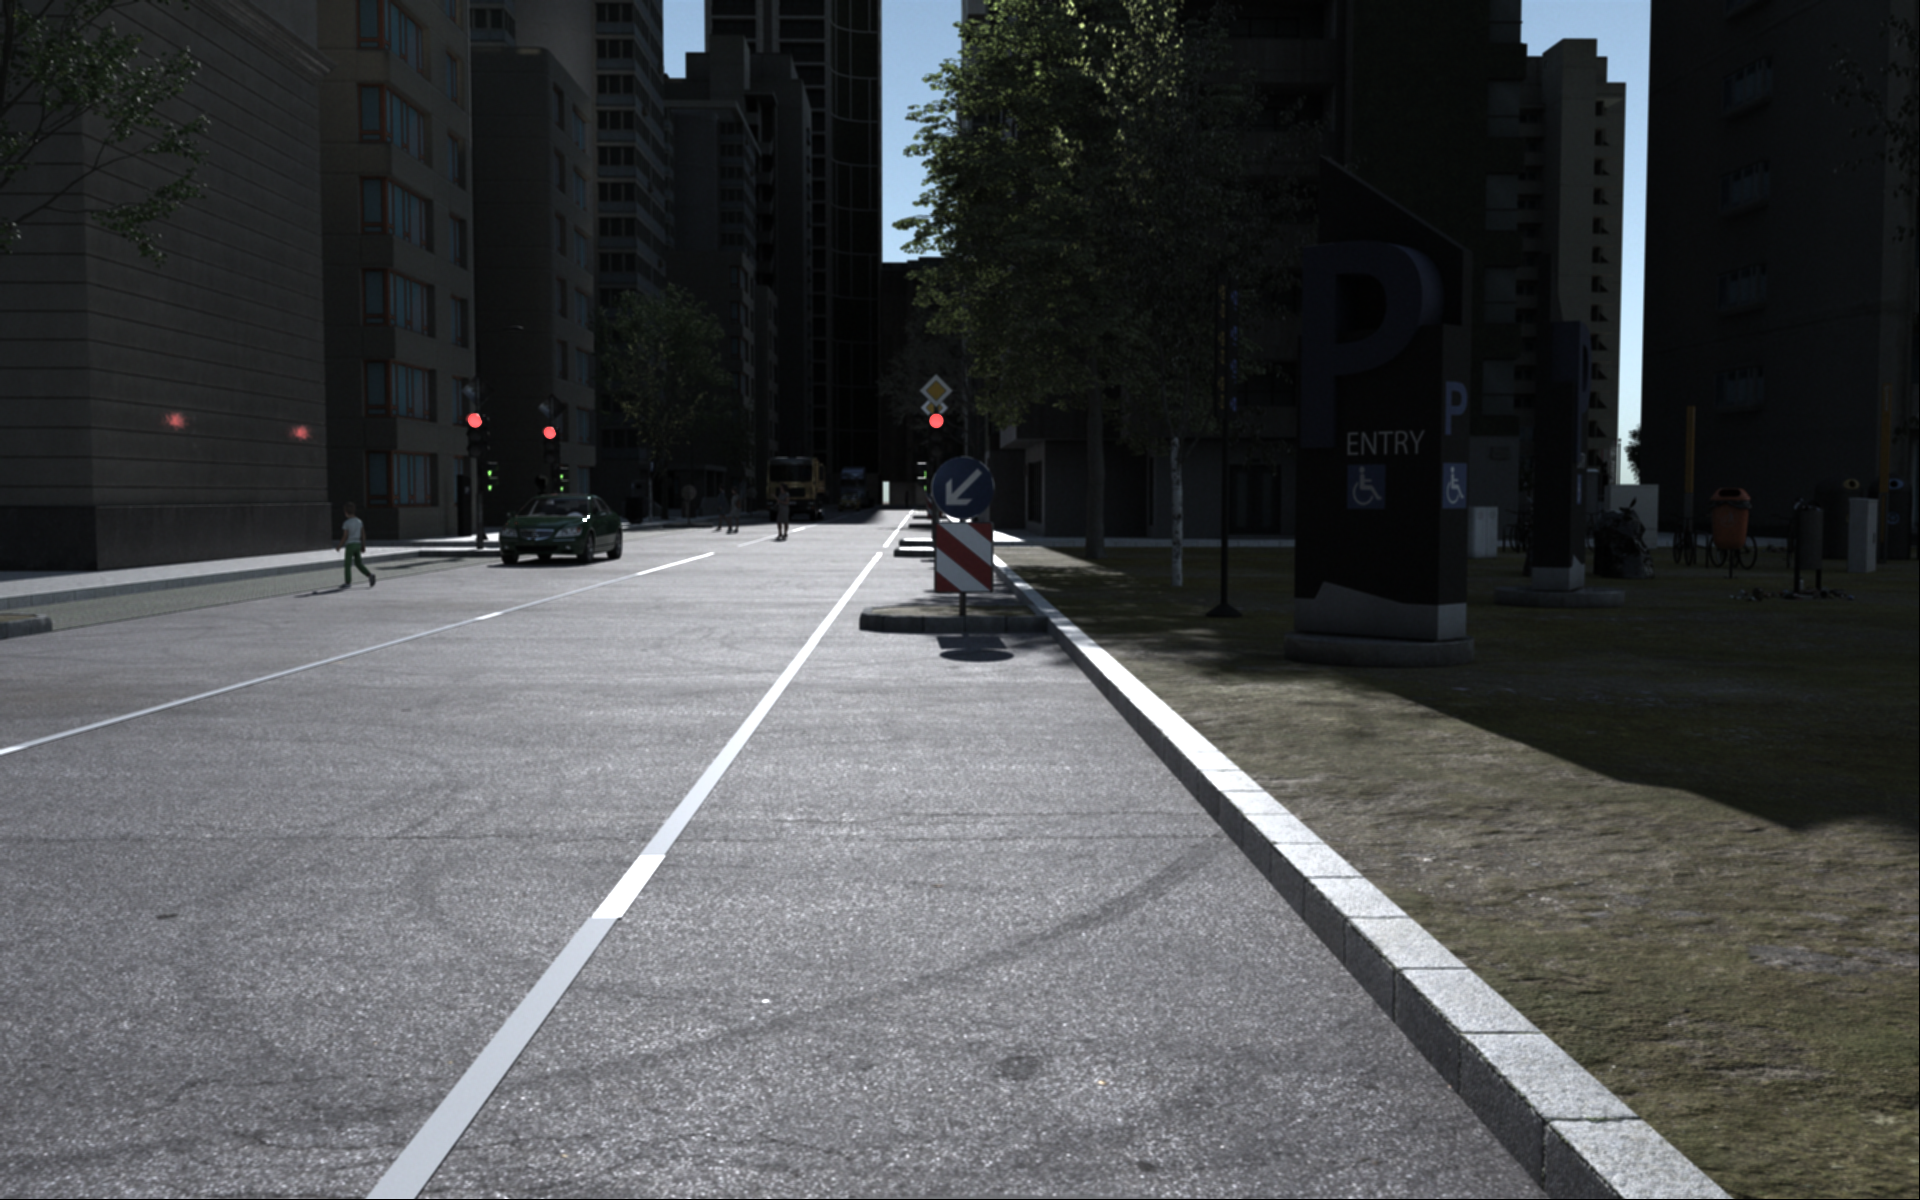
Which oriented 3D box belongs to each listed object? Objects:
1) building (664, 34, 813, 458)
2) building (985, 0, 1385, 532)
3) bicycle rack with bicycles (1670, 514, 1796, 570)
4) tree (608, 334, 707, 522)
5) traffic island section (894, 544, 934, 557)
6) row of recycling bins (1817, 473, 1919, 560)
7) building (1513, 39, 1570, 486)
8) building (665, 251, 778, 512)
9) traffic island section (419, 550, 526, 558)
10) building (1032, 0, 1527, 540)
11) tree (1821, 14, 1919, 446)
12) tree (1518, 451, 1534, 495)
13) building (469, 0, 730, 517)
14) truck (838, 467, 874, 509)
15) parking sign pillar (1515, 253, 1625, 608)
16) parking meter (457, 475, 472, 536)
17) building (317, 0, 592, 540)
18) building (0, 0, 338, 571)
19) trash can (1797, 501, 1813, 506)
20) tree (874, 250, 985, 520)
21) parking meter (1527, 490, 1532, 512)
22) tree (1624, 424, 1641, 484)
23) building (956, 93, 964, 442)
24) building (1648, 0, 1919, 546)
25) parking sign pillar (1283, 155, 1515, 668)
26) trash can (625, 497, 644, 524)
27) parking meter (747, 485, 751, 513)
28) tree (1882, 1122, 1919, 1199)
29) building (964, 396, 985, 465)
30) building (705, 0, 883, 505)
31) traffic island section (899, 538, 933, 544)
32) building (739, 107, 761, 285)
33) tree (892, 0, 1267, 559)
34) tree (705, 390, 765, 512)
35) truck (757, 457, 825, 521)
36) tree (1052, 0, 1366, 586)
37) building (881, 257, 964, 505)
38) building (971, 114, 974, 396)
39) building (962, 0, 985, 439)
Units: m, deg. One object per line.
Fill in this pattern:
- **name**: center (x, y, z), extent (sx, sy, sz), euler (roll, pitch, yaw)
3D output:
- **building**: center (-27.228, -34.519, 188.083), extent (21.600, 48.544, 21.300), euler (0, 4, -1)
- **building**: center (7.955, -18.201, 69.292), extent (14.160, 30.474, 14.107), euler (0, 4, -1)
- **bicycle rack with bicycles**: center (13.842, -1.041, 30.403), extent (2.852, 0.926, 2.925), euler (1, 4, 18)
- **tree**: center (-14.079, -7.922, 79.889), extent (4.360, 8.622, 3.978), euler (0, 3, 0)
- **traffic island section**: center (-0.532, -1.123, 40.649), extent (2.009, 0.180, 2.903), euler (0, 4, -1)
- **row of recycling bins**: center (18.629, -1.634, 33.835), extent (3.534, 1.692, 1.069), euler (1, 4, 20)
- **building**: center (60.282, -34.618, 189.704), extent (21.600, 48.544, 21.300), euler (0, 4, -1)
- **building**: center (-29.595, -17.899, 137.689), extent (27.650, 21.520, 28.899), euler (0, 4, -1)
- **traffic island section**: center (-11.222, -1.111, 40.438), extent (2.009, 0.180, 2.903), euler (0, 4, -1)
- **building**: center (8.416, -17.256, 53.833), extent (14.107, 30.474, 14.160), euler (0, 4, -1)
- **tree**: center (10.026, -3.964, 15.175), extent (4.360, 8.622, 3.978), euler (0, 3, 0)
- **tree**: center (22.012, -4.540, 68.826), extent (1.663, 3.219, 1.824), euler (0, 3, 0)
- **building**: center (-30.867, -25.188, 103.700), extent (32.217, 40.220, 23.993), euler (0, 4, -1)
- **truck**: center (-10.467, -11.481, 177.474), extent (2.967, 4.110, 18.799), euler (0, 3, 0)
- **parking sign pillar**: center (6.957, -1.929, 20.015), extent (1.447, 3.967, 1.447), euler (2, 4, 27)
- **parking meter**: center (-15.028, -2.863, 52.527), extent (0.255, 1.863, 0.399), euler (2, 4, 26)
- **building**: center (-29.676, -13.240, 61.514), extent (27.650, 21.520, 28.899), euler (0, 4, -1)
- **building**: center (-26.593, -14.451, 33.541), extent (25.104, 27.353, 12.463), euler (0, 4, -1)
- **trash can**: center (17.888, -1.500, 36.183), extent (0.748, 1.137, 0.748), euler (0, 3, 0)
- **tree**: center (0.893, -10.682, 85.017), extent (12.009, 13.543, 11.850), euler (0, 3, 0)
- **parking meter**: center (28.889, -4.875, 88.111), extent (0.372, 1.533, 0.369), euler (0, 3, 0)
- **tree**: center (28.498, -5.274, 69.950), extent (4.285, 4.588, 4.351), euler (0, 3, 0)
- **building**: center (10.765, -34.532, 184.210), extent (23.786, 49.044, 30.456), euler (0, 4, -1)
- **building**: center (34.244, -26.367, 54.803), extent (21.600, 48.544, 21.300), euler (0, 4, -1)
- **parking sign pillar**: center (3.255, -1.523, 13.380), extent (1.447, 3.967, 1.447), euler (-3, 5, -44)
- **trash can**: center (-14.023, -3.865, 74.848), extent (0.748, 1.137, 0.748), euler (0, 3, 0)
- **parking meter**: center (-14.305, -6.823, 117.272), extent (0.255, 1.863, 0.399), euler (0, 4, -8)
- **tree**: center (2.331, -4.705, 2.690), extent (9.928, 11.665, 9.643), euler (0, 3, 0)
- **building**: center (11.742, -48.554, 106.533), extent (22.319, 86.520, 31.000), euler (0, 4, -1)
- **building**: center (-20.154, -47.510, 215.032), extent (20.611, 71.187, 20.563), euler (0, 4, -1)
- **traffic island section**: center (-0.694, -1.612, 48.632), extent (2.009, 0.180, 2.903), euler (0, 4, -1)
- **building**: center (-32.100, -28.843, 163.470), extent (32.217, 40.220, 23.993), euler (0, 4, -1)
- **tree**: center (2.289, -7.102, 34.245), extent (7.486, 12.596, 7.792), euler (0, 3, 0)
- **tree**: center (-15.368, -10.387, 120.194), extent (4.737, 8.622, 4.395), euler (0, 3, 0)
- **truck**: center (-8.874, -5.990, 93.856), extent (3.469, 3.379, 9.791), euler (0, 4, -1)
- **tree**: center (3.085, -4.483, 23.664), extent (4.360, 8.622, 3.978), euler (0, 3, 0)
- **building**: center (-2.747, -27.057, 214.077), extent (14.107, 30.474, 14.160), euler (0, 4, -1)
- **building**: center (7.783, -22.203, 134.727), extent (14.160, 30.474, 14.107), euler (0, 4, -1)
- **building**: center (13.807, -34.599, 154.935), extent (28.713, 52.752, 27.495), euler (0, 4, -1)
